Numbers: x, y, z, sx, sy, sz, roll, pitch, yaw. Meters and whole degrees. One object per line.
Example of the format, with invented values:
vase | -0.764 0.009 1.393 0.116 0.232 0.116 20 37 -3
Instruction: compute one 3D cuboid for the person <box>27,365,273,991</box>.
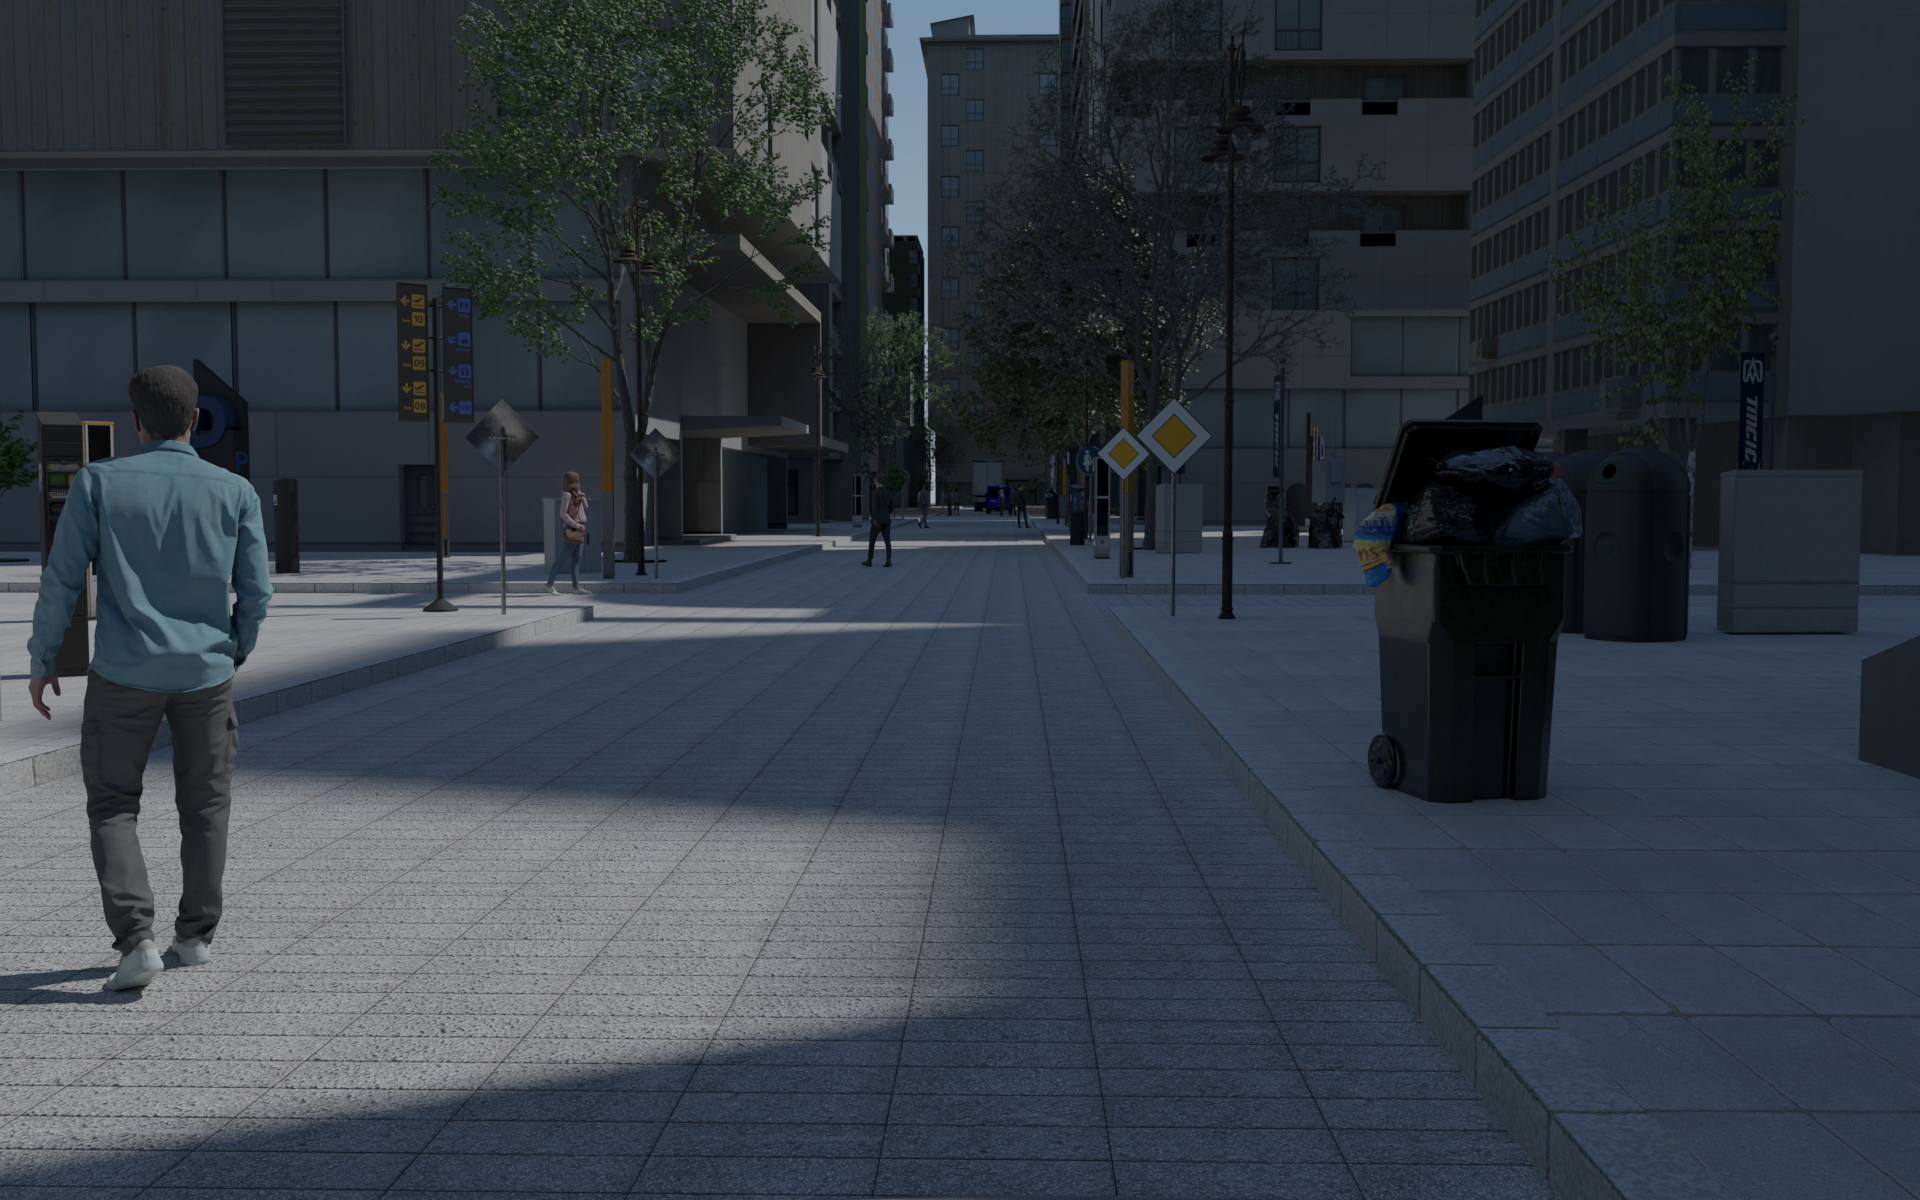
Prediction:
person | -2.387 0.206 5.153 0.660 1.820 0.620 -3 4 -37

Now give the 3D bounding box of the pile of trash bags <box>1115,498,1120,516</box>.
pile of trash bags | 10.649 -5.459 99.010 3.447 1.369 1.912 0 4 -6

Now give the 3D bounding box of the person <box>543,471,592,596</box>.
person | -5.577 -0.946 24.565 0.643 1.750 0.593 0 4 -4

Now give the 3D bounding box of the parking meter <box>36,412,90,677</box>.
parking meter | -6.322 -0.397 12.209 0.255 1.863 0.399 -2 4 -33

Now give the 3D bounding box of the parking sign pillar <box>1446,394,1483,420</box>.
parking sign pillar | 13.490 -3.583 47.062 1.447 3.967 1.447 1 4 13

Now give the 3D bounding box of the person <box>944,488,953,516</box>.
person | -0.703 -6.378 112.866 0.705 1.814 1.350 -1 4 -23

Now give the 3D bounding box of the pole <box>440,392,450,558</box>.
pole | -10.377 -2.500 34.725 0.158 3.312 0.155 0 3 0

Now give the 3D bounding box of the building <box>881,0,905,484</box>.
building | -16.620 -31.286 131.127 23.786 49.044 30.456 0 4 2

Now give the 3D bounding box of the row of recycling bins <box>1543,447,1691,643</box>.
row of recycling bins | 5.791 -0.583 16.646 1.069 1.692 3.534 -1 4 -10

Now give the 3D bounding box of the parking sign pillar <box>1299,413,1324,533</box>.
parking sign pillar | 11.903 -4.261 58.139 1.447 3.967 1.447 1 4 19

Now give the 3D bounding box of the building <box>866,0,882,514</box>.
building | -12.327 -28.034 108.472 14.600 45.320 14.200 0 4 2

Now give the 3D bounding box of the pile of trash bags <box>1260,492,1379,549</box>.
pile of trash bags | 8.804 -1.927 41.265 3.447 1.369 1.912 2 4 32

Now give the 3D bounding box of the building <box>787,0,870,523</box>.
building | -11.695 -24.124 78.025 14.154 41.232 14.086 0 4 2

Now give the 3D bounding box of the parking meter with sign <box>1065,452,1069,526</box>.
parking meter with sign | 4.489 -4.519 70.147 0.543 3.016 1.738 0 4 6

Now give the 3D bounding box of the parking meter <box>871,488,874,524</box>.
parking meter | -3.578 -3.960 73.150 0.372 1.533 0.369 0 3 0

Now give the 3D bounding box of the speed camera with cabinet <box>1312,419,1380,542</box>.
speed camera with cabinet | 10.300 -3.156 45.936 2.038 3.252 0.660 -2 4 -29

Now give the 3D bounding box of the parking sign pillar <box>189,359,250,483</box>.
parking sign pillar | -14.723 -2.804 34.324 1.447 3.967 1.447 2 4 24

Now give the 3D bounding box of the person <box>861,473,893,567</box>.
person | -1.619 -1.573 33.997 0.659 1.850 0.755 -3 5 -41

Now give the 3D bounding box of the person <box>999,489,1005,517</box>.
person | 2.731 -6.132 109.481 0.721 1.736 1.217 0 4 3

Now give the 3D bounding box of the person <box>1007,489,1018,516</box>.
person | 3.412 -6.315 112.299 0.990 1.755 0.434 3 5 39

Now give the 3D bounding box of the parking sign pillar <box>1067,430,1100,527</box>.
parking sign pillar | 4.882 -4.809 67.094 1.447 3.967 1.447 2 4 34

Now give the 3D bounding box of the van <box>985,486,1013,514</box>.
van | 2.893 -7.481 126.692 2.240 2.365 5.245 0 4 3

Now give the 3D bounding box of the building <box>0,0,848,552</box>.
building | -17.840 -28.126 49.099 28.713 52.752 27.495 0 4 2

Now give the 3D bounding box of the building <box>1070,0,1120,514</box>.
building | 18.633 -30.255 118.379 21.300 48.544 21.600 0 4 2

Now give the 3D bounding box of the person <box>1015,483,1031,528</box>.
person | 2.643 -4.003 73.316 0.648 1.900 0.474 3 5 41

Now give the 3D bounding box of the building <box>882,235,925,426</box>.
building | -11.153 -25.879 194.815 14.107 30.474 14.160 0 4 2

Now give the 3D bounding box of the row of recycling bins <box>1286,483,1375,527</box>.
row of recycling bins | 14.154 -3.593 65.853 3.534 1.692 1.069 -1 4 -11

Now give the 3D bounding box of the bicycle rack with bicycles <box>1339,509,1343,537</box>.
bicycle rack with bicycles | 11.545 -2.262 50.372 2.852 0.926 2.925 -1 4 -18

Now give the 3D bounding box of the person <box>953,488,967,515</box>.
person | -0.218 -6.688 117.852 1.348 1.824 0.705 1 4 18

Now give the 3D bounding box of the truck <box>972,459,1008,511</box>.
truck | 2.520 -9.596 145.813 2.839 4.237 11.283 0 4 3

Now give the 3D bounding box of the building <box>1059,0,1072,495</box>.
building | 14.749 -27.724 136.887 14.154 41.232 14.086 0 4 2

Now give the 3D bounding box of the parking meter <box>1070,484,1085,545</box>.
parking meter | 2.949 -2.145 43.475 0.372 1.533 0.369 0 3 0

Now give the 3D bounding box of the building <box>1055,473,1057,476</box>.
building | 20.969 -32.995 159.075 23.786 49.044 30.456 0 4 2

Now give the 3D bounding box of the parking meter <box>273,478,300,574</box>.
parking meter | -10.903 -1.201 28.041 0.372 1.533 0.369 0 3 0

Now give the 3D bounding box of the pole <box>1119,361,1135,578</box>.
pole | 2.566 -2.003 26.593 0.158 3.312 0.155 0 3 0

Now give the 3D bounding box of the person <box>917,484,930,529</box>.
person | -1.486 -3.881 72.048 0.679 1.850 0.850 3 5 41

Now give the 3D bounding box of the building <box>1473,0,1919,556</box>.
building | 27.228 -21.484 43.142 23.993 40.220 32.217 0 4 2

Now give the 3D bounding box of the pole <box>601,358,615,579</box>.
pole | -5.317 -1.976 26.151 0.158 3.312 0.155 0 3 0

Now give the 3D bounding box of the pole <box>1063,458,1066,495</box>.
pole | 5.944 -6.405 98.561 0.158 3.312 0.155 0 3 0

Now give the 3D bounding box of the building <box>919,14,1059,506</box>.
building | 9.818 -37.346 199.838 27.495 52.752 28.713 0 4 2

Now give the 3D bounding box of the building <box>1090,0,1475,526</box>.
building | 20.131 -30.129 81.852 28.713 52.752 27.495 0 4 2

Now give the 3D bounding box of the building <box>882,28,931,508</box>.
building | -18.789 -52.020 163.191 31.000 86.520 22.319 0 4 2
